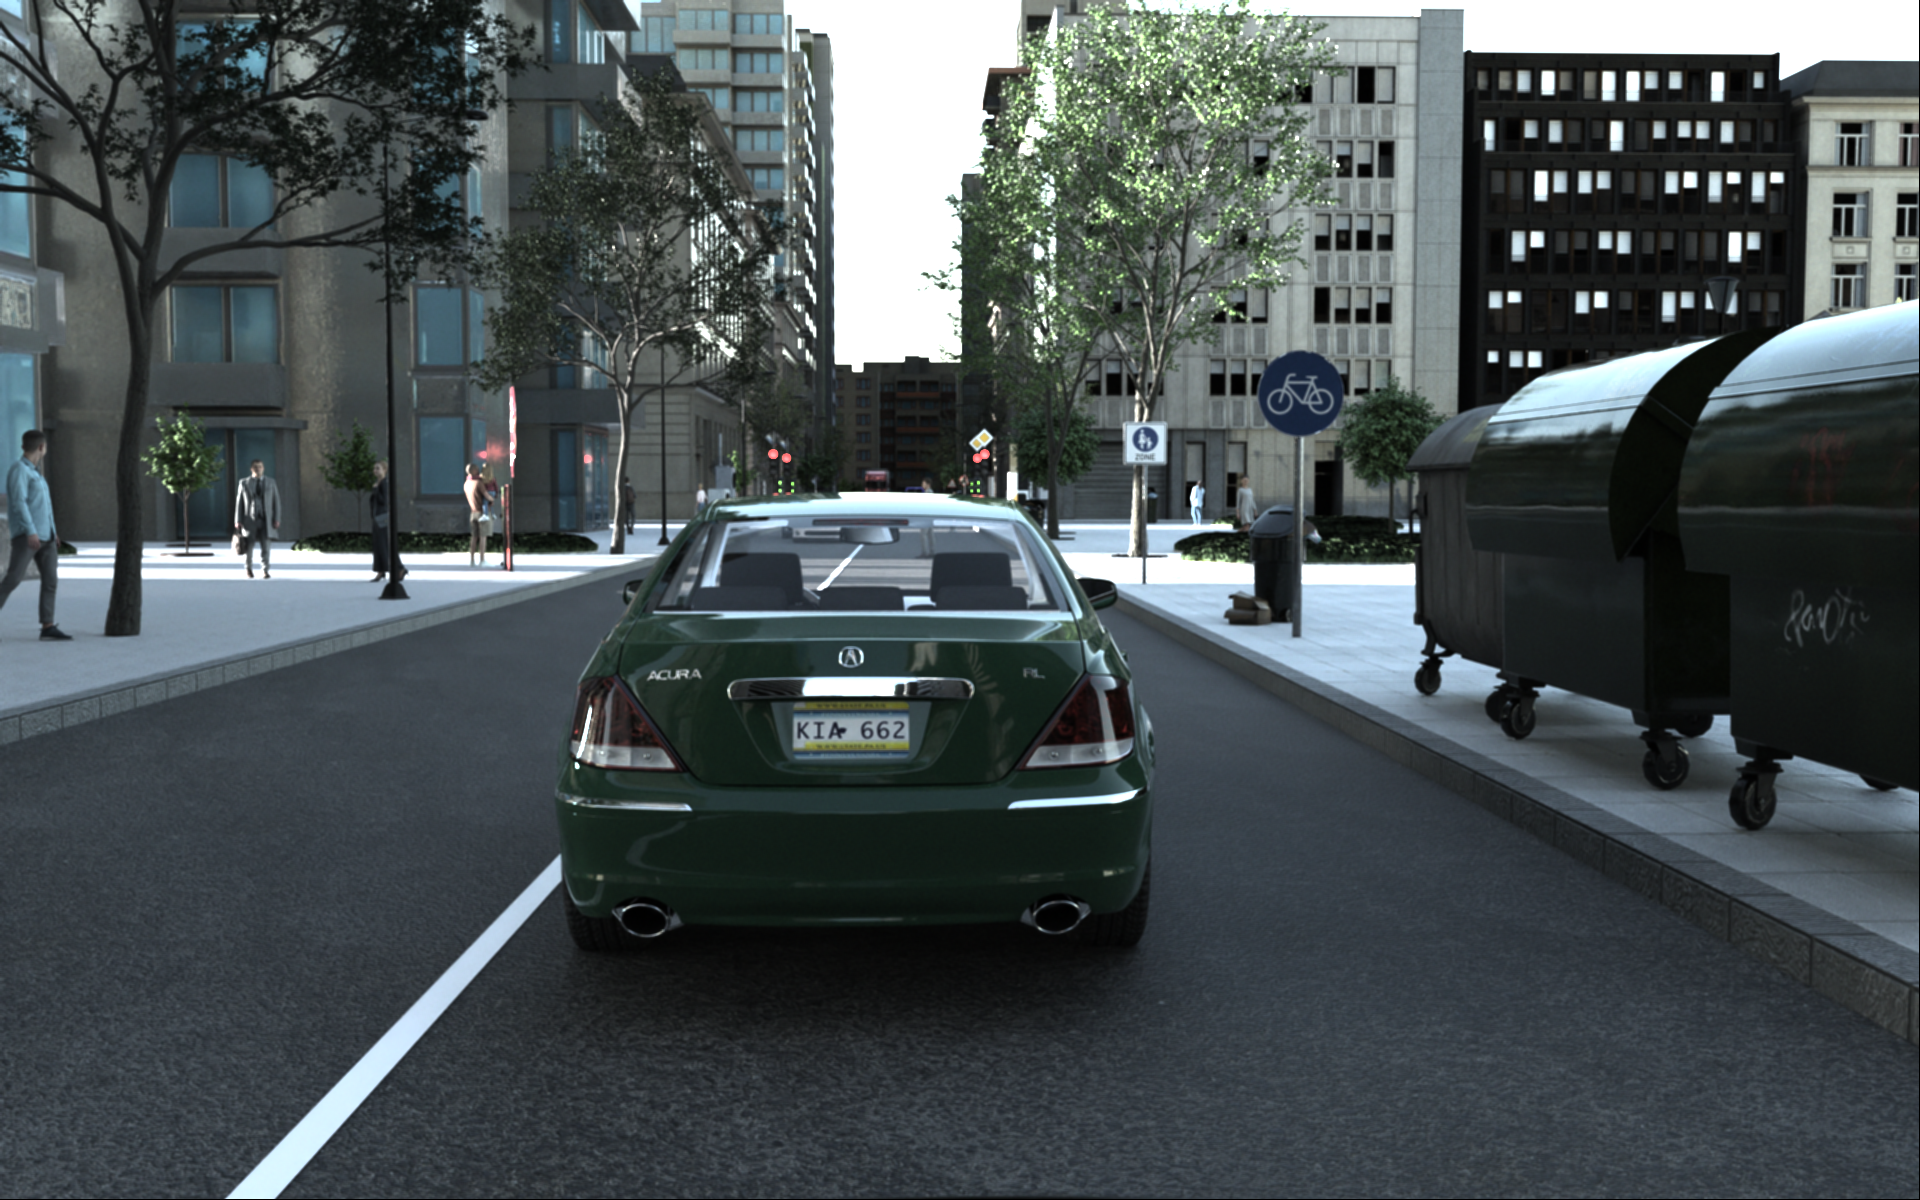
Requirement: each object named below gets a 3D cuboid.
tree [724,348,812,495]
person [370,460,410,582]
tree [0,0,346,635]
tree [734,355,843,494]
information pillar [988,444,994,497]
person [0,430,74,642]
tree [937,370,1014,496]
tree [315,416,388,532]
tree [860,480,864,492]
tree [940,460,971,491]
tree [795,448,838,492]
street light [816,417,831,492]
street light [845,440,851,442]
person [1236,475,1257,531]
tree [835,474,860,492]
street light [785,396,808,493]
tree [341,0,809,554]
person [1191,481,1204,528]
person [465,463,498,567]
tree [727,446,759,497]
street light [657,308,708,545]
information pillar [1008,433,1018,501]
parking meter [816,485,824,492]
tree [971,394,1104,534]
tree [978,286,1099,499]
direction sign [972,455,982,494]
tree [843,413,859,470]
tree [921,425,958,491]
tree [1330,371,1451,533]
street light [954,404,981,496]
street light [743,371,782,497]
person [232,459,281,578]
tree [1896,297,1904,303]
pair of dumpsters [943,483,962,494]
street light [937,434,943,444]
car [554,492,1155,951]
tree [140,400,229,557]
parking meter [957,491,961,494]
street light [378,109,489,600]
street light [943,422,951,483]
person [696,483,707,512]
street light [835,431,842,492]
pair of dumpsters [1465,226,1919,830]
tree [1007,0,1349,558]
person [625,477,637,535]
[{"bbox_3d":[-9.491,-8.292,85.944,4.360,8.622,3.978,0,3,0],"label":"tree"},{"bbox_3d":[-8.445,-1.161,25.452,0.576,1.772,0.534,3,5,40],"label":"person"},{"bbox_3d":[-7.261,-4.951,15.363,7.601,10.594,8.767,0,4,4],"label":"tree"},{"bbox_3d":[-9.537,-8.594,90.881,4.737,8.622,4.395,0,3,0],"label":"tree"},{"bbox_3d":[1.466,-5.537,81.885,0.183,3.616,0.504,-2,4,-25],"label":"information pillar"},{"bbox_3d":[-8.145,-0.562,15.102,0.748,1.841,0.638,0,4,3],"label":"person"},{"bbox_3d":[1.097,-8.881,95.567,4.360,8.622,3.978,0,3,0],"label":"tree"},{"bbox_3d":[-15.014,-2.977,43.271,1.663,3.219,1.824,0,3,0],"label":"tree"},{"bbox_3d":[-13.720,-13.910,222.023,1.663,3.219,1.824,0,3,0],"label":"tree"},{"bbox_3d":[-0.370,-10.805,160.379,4.285,4.588,4.351,0,3,0],"label":"tree"},{"bbox_3d":[-10.095,-8.433,121.590,4.285,4.588,4.351,0,3,0],"label":"tree"},{"bbox_3d":[-8.731,-8.083,104.699,1.470,5.913,1.316,0,4,-2],"label":"street light"},{"bbox_3d":[-10.100,-10.841,149.787,1.470,5.913,1.316,0,4,-2],"label":"street light"},{"bbox_3d":[6.610,-2.057,40.431,0.760,1.731,0.466,1,4,23],"label":"person"},{"bbox_3d":[-10.882,-10.380,164.316,1.663,3.219,1.824,0,3,0],"label":"tree"},{"bbox_3d":[-8.028,-6.688,81.882,1.470,5.913,1.316,0,4,-2],"label":"street light"},{"bbox_3d":[-6.996,-6.249,36.590,7.601,10.594,8.767,1,4,13],"label":"tree"},{"bbox_3d":[8.954,-3.604,65.231,0.793,1.790,0.793,2,4,24],"label":"person"},{"bbox_3d":[-8.419,-1.497,30.490,0.580,1.828,0.573,-1,4,-13],"label":"person"},{"bbox_3d":[-9.187,-4.625,70.227,1.663,3.219,1.824,0,3,0],"label":"tree"},{"bbox_3d":[-6.882,-4.328,43.308,1.470,5.913,1.316,0,4,-2],"label":"street light"},{"bbox_3d":[2.029,-4.619,66.881,0.183,3.616,0.504,3,5,42],"label":"information pillar"},{"bbox_3d":[-9.332,-6.774,116.462,0.255,1.863,0.399,2,4,25],"label":"parking meter"},{"bbox_3d":[2.986,-4.440,56.304,4.285,4.588,4.351,0,3,0],"label":"tree"},{"bbox_3d":[2.764,-6.854,62.429,4.737,8.622,4.395,0,3,0],"label":"tree"},{"bbox_3d":[1.103,-6.640,100.559,0.876,3.537,0.379,2,4,32],"label":"direction sign"},{"bbox_3d":[-10.628,-11.938,145.552,4.737,8.622,4.395,0,3,0],"label":"tree"},{"bbox_3d":[-1.823,-14.326,184.585,4.737,8.622,4.395,0,3,0],"label":"tree"},{"bbox_3d":[11.548,-3.850,46.667,4.285,4.588,4.351,0,3,0],"label":"tree"},{"bbox_3d":[0.474,-7.143,89.323,1.470,5.913,1.316,0,4,-2],"label":"street light"},{"bbox_3d":[-7.639,-5.690,65.572,1.470,5.913,1.316,0,4,-2],"label":"street light"},{"bbox_3d":[-10.709,-1.236,26.361,0.694,1.812,0.767,-2,4,-25],"label":"person"},{"bbox_3d":[34.047,-6.753,60.779,4.737,8.622,4.395,0,3,0],"label":"tree"},{"bbox_3d":[-0.615,-8.923,148.386,1.574,2.255,4.437,0,4,-2],"label":"pair of dumpsters"},{"bbox_3d":[-0.819,-9.892,134.271,1.470,5.913,1.316,0,4,-2],"label":"street light"},{"bbox_3d":[-0.363,0.300,6.890,2.131,1.459,4.920,0,4,-2],"label":"car"},{"bbox_3d":[-15.943,-2.518,35.773,1.663,3.219,1.824,0,3,0],"label":"tree"},{"bbox_3d":[-0.073,-7.570,132.184,0.372,1.533,0.369,0,3,0],"label":"parking meter"},{"bbox_3d":[-6.385,-2.966,21.036,1.470,5.913,1.316,0,4,-2],"label":"street light"},{"bbox_3d":[-0.190,-8.526,111.933,1.470,5.913,1.316,0,4,-2],"label":"street light"},{"bbox_3d":[-10.817,-4.082,73.448,0.598,1.740,0.731,1,4,14],"label":"person"},{"bbox_3d":[-9.376,-9.460,127.214,1.470,5.913,1.316,0,4,-2],"label":"street light"},{"bbox_3d":[3.520,-0.277,7.021,1.574,2.255,4.437,0,4,-2],"label":"pair of dumpsters"},{"bbox_3d":[3.804,-6.673,34.859,9.928,11.665,9.643,0,3,0],"label":"tree"},{"bbox_3d":[-10.533,-2.990,54.901,0.622,1.834,0.822,0,4,1],"label":"person"}]
